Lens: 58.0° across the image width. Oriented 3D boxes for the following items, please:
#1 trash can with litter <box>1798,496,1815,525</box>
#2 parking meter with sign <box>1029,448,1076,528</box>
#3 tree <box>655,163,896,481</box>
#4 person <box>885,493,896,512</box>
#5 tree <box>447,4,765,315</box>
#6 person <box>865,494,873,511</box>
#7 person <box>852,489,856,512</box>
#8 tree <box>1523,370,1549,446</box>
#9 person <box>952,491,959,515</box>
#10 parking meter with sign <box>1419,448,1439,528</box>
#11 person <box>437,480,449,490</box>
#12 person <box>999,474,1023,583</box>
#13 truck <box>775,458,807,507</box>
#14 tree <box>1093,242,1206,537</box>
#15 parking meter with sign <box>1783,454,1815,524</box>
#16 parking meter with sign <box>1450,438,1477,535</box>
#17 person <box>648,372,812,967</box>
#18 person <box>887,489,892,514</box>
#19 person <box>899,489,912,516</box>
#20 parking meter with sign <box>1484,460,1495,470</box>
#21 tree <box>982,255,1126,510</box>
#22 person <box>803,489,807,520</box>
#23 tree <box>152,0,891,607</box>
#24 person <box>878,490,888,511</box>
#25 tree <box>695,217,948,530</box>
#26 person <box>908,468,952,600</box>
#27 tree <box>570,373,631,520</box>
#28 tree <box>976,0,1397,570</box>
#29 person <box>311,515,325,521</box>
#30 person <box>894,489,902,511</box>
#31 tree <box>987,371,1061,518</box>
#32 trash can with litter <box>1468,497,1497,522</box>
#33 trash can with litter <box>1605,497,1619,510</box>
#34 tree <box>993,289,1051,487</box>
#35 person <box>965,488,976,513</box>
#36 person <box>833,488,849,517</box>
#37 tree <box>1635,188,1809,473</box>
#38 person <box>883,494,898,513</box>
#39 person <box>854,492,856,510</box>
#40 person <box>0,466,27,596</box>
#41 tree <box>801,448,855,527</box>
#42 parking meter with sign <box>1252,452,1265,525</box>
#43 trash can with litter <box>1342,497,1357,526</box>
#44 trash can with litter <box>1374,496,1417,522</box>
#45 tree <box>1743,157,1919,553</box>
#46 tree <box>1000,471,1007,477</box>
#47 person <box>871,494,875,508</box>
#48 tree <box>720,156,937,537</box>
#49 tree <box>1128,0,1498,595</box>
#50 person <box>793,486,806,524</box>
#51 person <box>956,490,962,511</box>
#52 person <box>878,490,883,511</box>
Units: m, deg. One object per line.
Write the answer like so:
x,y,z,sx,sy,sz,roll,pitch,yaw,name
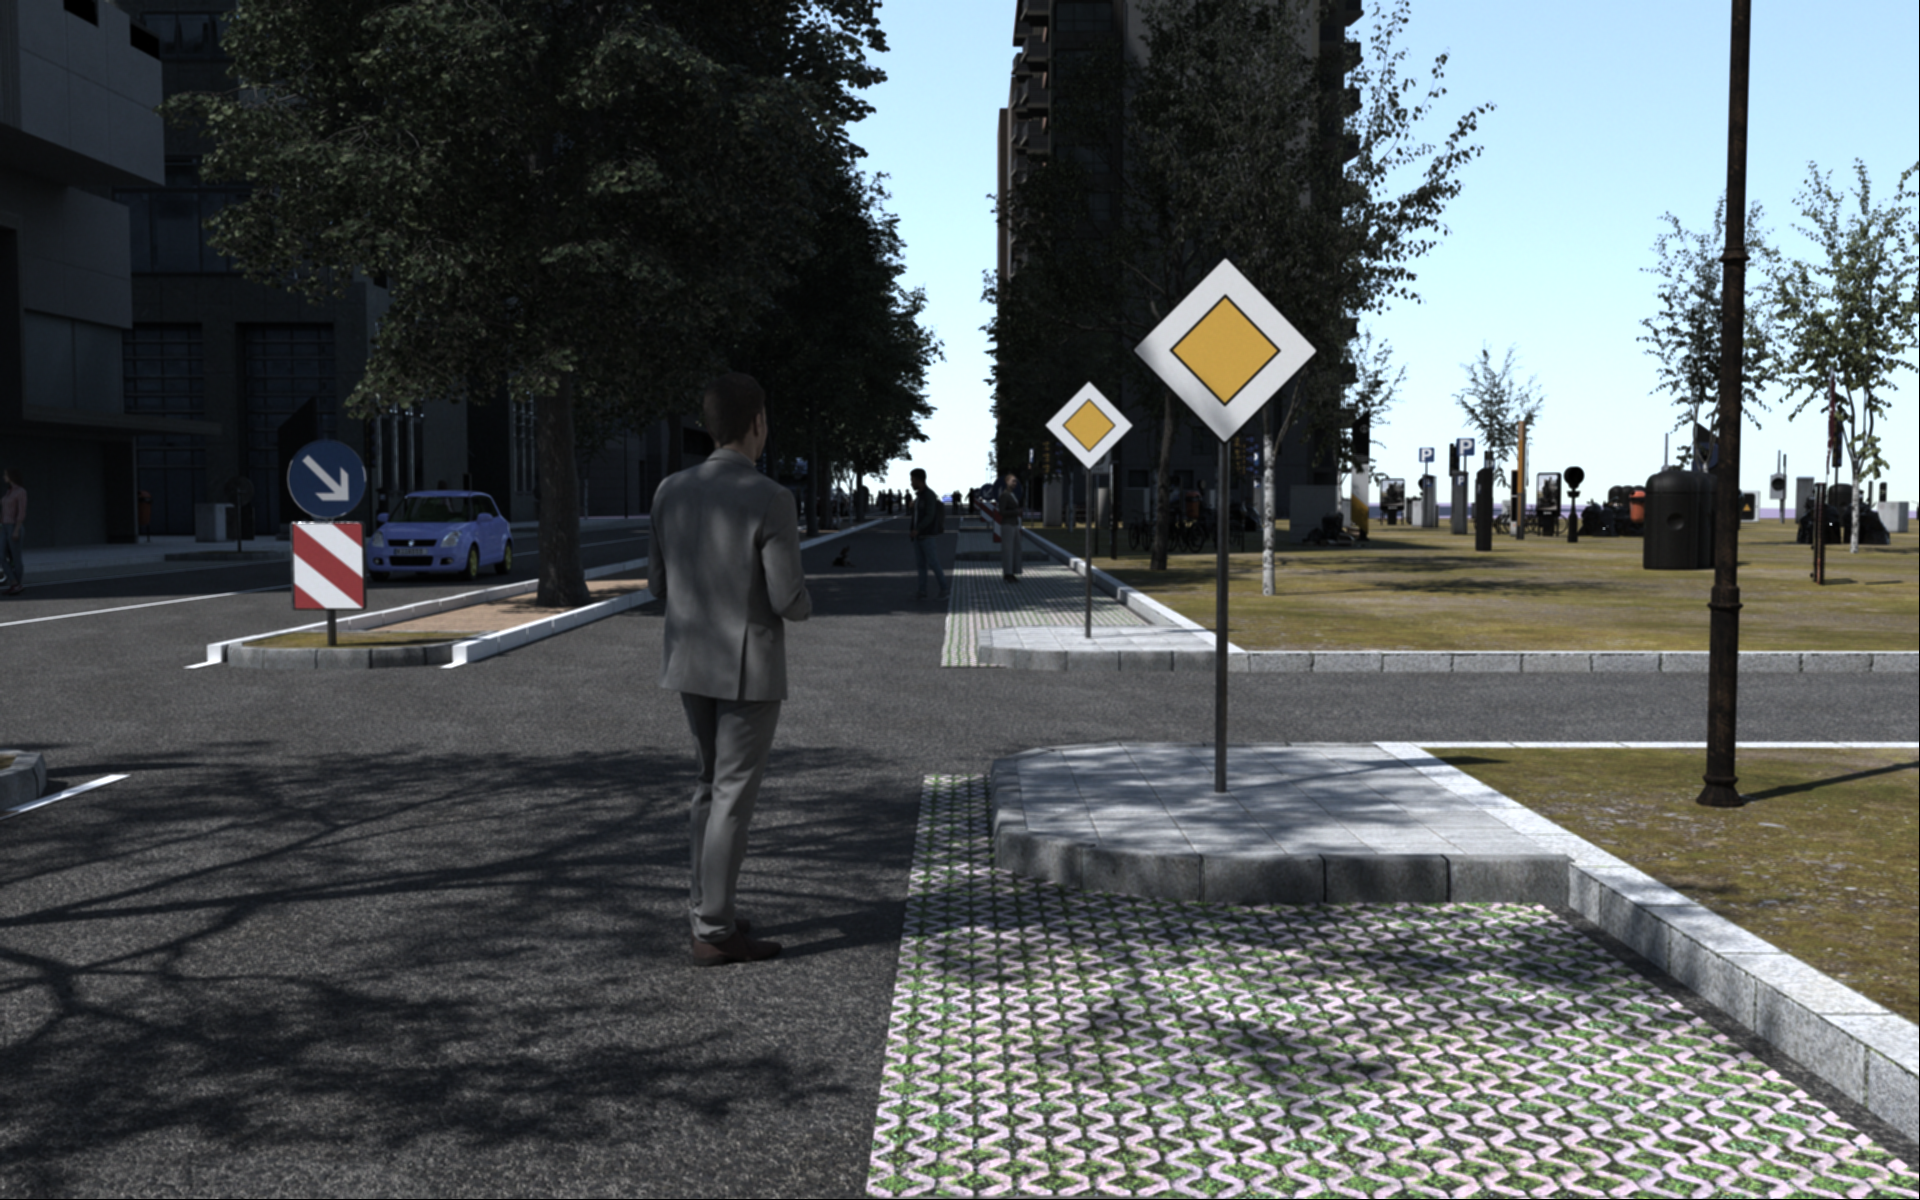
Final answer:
35.520,-3.700,71.556,2.233,1.210,1.678,-2,4,-27,trash can with litter
3.572,-4.292,66.434,1.738,3.016,0.543,-1,4,-14,parking meter with sign
-5.298,-7.310,47.739,9.928,11.665,9.643,0,3,0,tree
-5.643,-8.026,139.868,0.705,1.807,1.348,3,4,38,person
-5.364,-5.772,31.236,8.767,10.594,7.601,0,4,0,tree
-7.666,-8.211,142.734,1.348,1.826,0.705,-3,5,-39,person
-8.208,-7.746,135.143,1.348,1.824,0.705,-3,4,-36,person
25.682,-8.095,82.717,4.360,8.622,3.978,0,3,0,tree
-0.297,-6.795,121.072,0.593,1.643,0.415,2,4,32,person
17.836,-4.247,65.700,0.543,3.016,1.738,2,4,25,parking meter with sign
-11.621,-1.825,38.928,0.593,1.750,0.643,2,4,28,person
0.839,-1.144,27.754,0.362,1.759,0.519,2,4,25,person
-12.357,-8.885,135.034,2.967,4.110,18.799,0,4,-2,truck
6.079,-6.200,51.732,4.737,8.622,4.395,0,3,0,tree
36.534,-4.806,74.839,1.738,3.016,0.543,2,4,29,parking meter with sign
15.842,-3.582,54.821,0.543,3.016,1.738,0,4,7,parking meter with sign
-0.657,0.202,5.403,0.606,1.804,0.583,2,4,30,person
-4.970,-6.978,122.607,0.705,1.823,1.348,-1,4,-10,person
-3.543,-6.366,113.114,0.750,1.759,0.617,-2,4,-32,person
26.620,-5.631,88.334,0.543,3.016,1.738,-1,4,-9,parking meter with sign
4.398,-10.051,82.459,7.486,12.596,7.792,0,3,0,tree
-8.329,-5.273,95.431,0.721,1.743,1.217,0,4,2,person
-5.068,-6.883,21.656,9.857,13.997,8.962,0,3,0,tree
-6.474,-8.457,146.855,0.705,1.814,1.350,-3,5,-44,person
-5.282,-9.076,67.851,9.611,12.733,9.660,0,3,0,tree
-0.476,-0.891,23.424,0.721,1.781,0.623,-2,4,-31,person
-18.631,-8.326,86.488,4.737,8.622,4.395,0,3,0,tree
3.688,-5.777,28.870,7.601,10.594,8.767,1,4,9,tree
-11.348,-1.265,30.990,0.330,1.601,0.589,1,4,21,person
-5.261,-8.504,147.415,0.599,1.838,0.709,-2,4,-25,person
3.751,-8.640,91.619,4.737,8.622,4.395,0,3,0,tree
23.692,-4.166,79.165,2.233,1.210,1.678,-1,4,-9,trash can with litter
23.752,-3.205,63.791,1.055,1.170,0.624,2,4,35,trash can with litter
3.479,-6.583,58.002,4.360,8.622,3.978,0,3,0,tree
0.807,-6.704,117.747,1.348,1.869,0.705,-3,5,-41,person
-7.295,-5.976,106.198,1.348,1.826,0.705,2,4,33,person
18.553,-5.642,42.614,4.360,8.622,3.978,0,3,0,tree
-5.197,-7.357,129.499,1.217,1.735,0.721,1,4,18,person
-9.469,-9.114,158.452,0.436,1.711,0.756,0,4,-1,person
-13.460,-0.982,24.562,0.555,1.821,0.388,2,4,26,person
-5.100,-7.782,80.063,4.737,8.622,4.395,0,3,0,tree
12.617,-4.683,72.823,0.543,3.016,1.738,2,4,30,parking meter with sign
15.155,-3.610,70.084,2.233,1.210,1.678,0,4,7,trash can with litter
20.729,-4.409,83.143,1.678,1.210,2.233,3,4,39,trash can with litter
19.145,-5.313,37.227,4.737,8.622,4.395,0,3,0,tree
3.629,-9.087,143.181,1.663,3.219,1.824,0,3,0,tree
-9.217,-10.433,182.333,0.557,1.426,1.065,1,4,14,person
-4.815,-8.338,56.918,7.486,12.596,7.792,0,3,0,tree
4.115,-4.356,21.579,4.360,8.622,3.978,0,3,0,tree
-7.611,-4.498,82.227,0.709,1.800,0.728,-1,4,-17,person
-0.043,-8.484,147.658,0.683,1.767,0.568,-1,4,-17,person
-6.864,-8.561,149.145,0.551,1.740,0.621,2,4,30,person
